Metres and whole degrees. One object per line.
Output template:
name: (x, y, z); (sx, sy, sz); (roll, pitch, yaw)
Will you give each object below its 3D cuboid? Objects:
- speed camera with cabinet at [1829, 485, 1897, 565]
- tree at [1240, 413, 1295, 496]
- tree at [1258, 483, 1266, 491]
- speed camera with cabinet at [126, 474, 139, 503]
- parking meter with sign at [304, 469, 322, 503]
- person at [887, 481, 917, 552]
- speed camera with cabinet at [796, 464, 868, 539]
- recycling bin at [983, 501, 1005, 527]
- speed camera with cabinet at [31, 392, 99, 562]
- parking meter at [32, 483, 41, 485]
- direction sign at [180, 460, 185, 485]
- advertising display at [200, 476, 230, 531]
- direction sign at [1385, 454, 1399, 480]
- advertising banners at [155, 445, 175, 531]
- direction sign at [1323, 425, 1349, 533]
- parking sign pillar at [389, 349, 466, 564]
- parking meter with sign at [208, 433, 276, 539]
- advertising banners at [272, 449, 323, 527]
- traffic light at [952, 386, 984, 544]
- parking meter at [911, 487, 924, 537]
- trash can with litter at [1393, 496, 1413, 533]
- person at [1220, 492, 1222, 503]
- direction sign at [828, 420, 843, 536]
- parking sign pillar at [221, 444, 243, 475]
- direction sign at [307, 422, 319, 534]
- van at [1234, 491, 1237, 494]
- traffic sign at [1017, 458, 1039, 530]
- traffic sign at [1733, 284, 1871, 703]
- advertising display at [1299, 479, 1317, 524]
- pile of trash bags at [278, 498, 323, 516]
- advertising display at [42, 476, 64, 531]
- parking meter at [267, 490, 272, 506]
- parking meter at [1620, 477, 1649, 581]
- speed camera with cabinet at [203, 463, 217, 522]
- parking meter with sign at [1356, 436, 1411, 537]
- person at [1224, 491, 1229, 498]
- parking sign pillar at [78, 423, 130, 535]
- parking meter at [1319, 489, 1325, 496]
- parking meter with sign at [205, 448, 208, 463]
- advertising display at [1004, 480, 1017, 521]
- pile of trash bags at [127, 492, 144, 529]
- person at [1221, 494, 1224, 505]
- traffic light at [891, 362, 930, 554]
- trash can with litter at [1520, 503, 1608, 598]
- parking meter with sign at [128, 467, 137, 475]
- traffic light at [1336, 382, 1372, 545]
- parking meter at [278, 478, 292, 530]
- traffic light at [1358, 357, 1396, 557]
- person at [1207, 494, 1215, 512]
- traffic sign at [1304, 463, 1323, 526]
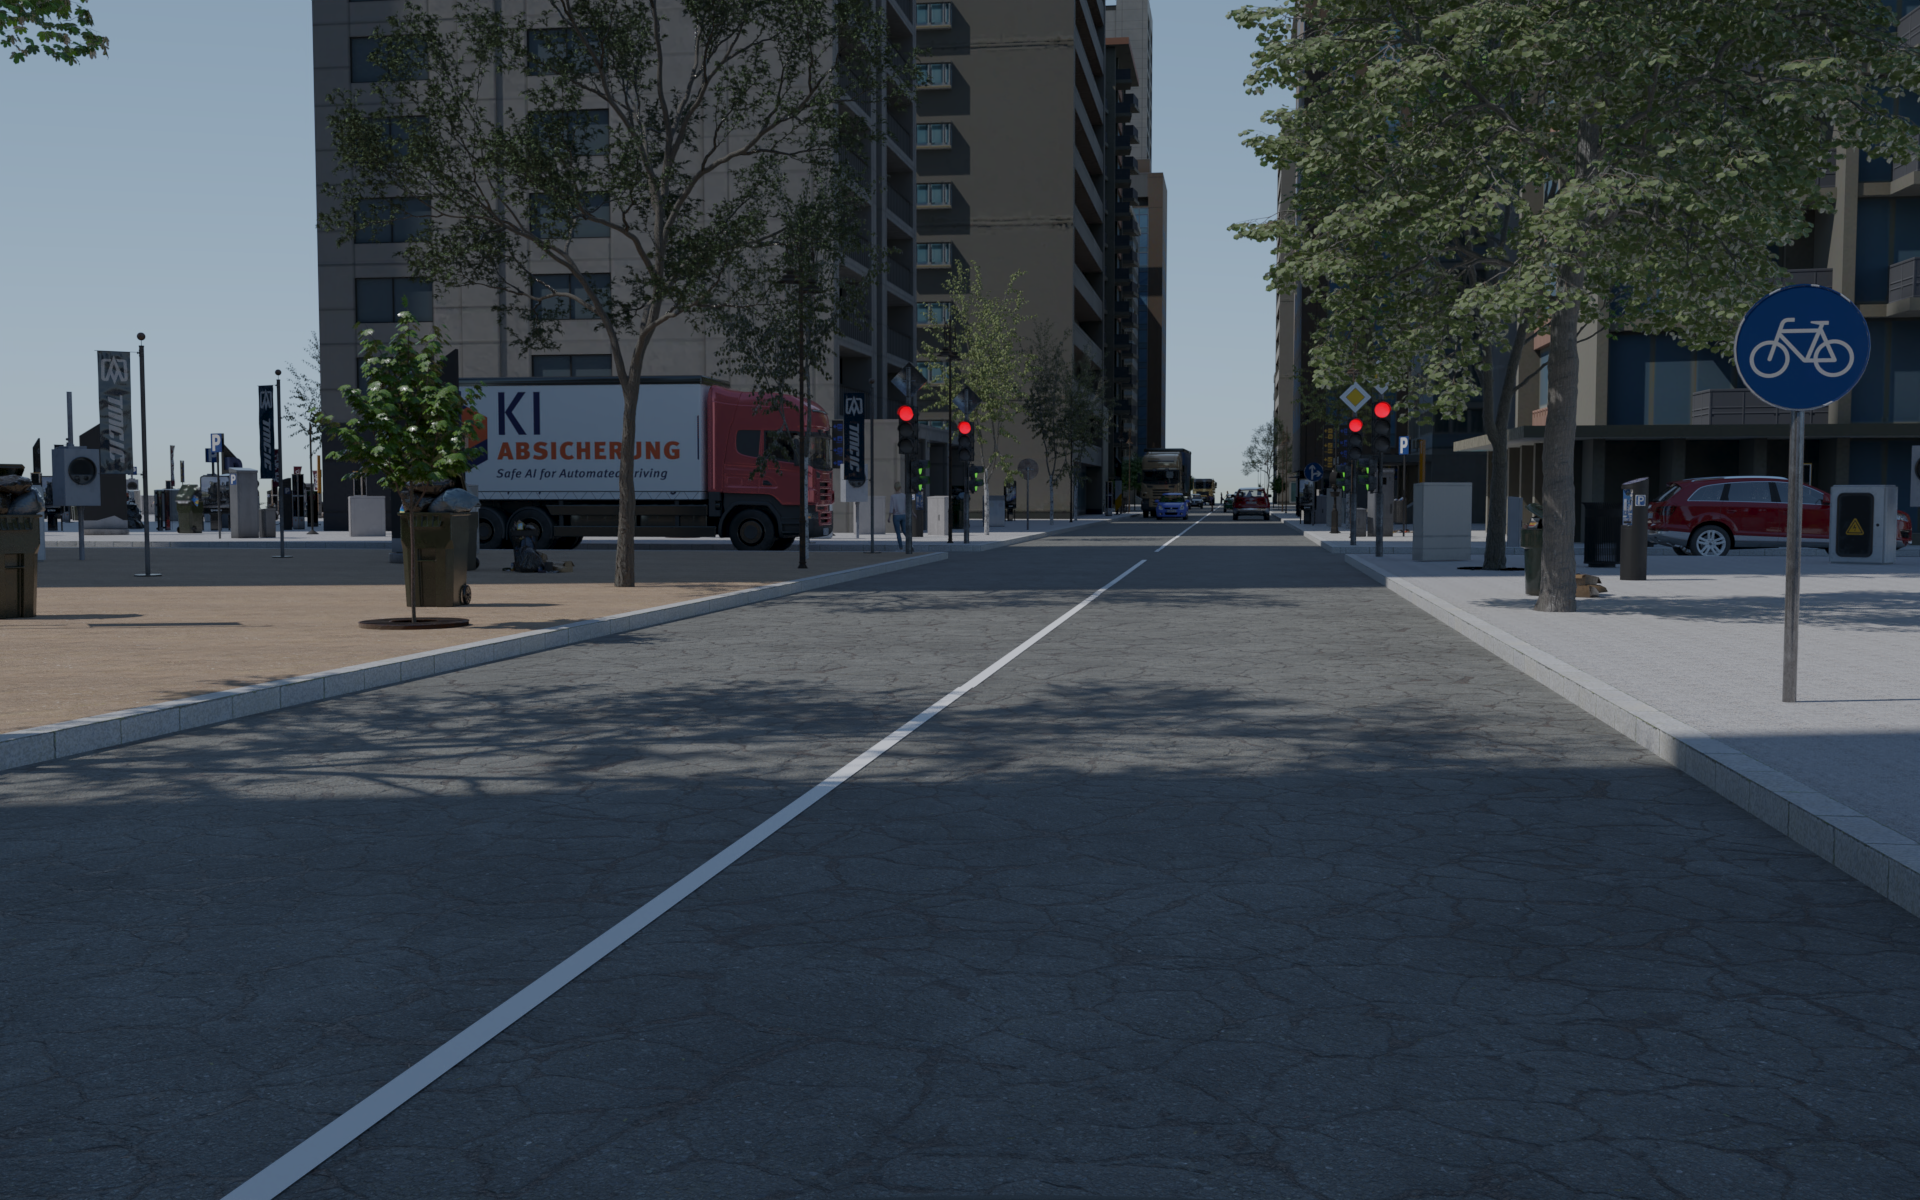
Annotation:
speed camera with cabinet: (16.949, -2.266, 31.388); (0.660, 3.252, 2.038); (-3, 5, -42)
tree: (35.814, -16.239, 199.918); (7.601, 10.594, 8.767); (1, 4, 23)
tree: (47.079, -16.967, 272.007); (1.663, 3.219, 1.824); (0, 3, 0)
speed camera with cabinet: (-49.046, -6.525, 101.017); (2.038, 3.252, 0.660); (-2, 4, -28)
parking meter with sign: (-46.003, -7.713, 122.363); (1.738, 3.016, 0.543); (-1, 4, -23)
person: (-1.335, -2.021, 42.208); (0.731, 1.740, 0.598); (-3, 5, -44)
speed camera with cabinet: (-3.696, -3.388, 49.730); (2.038, 3.252, 0.660); (-1, 4, -20)
recycling bin: (1.323, -3.383, 67.860); (0.722, 1.027, 0.722); (-1, 4, -13)
speed camera with cabinet: (-17.467, -2.356, 32.856); (0.660, 3.252, 2.038); (3, 4, 38)
parking meter: (-20.732, -1.853, 38.701); (0.372, 1.533, 0.369); (0, 3, 0)
direction sign: (-52.344, -7.623, 116.633); (0.379, 3.537, 0.876); (-1, 4, -9)
advertising display: (-26.173, -3.405, 60.882); (0.974, 1.923, 0.123); (-2, 4, -28)
direction sign: (24.274, -6.433, 97.169); (0.876, 3.537, 0.379); (2, 4, 34)
advertising banners: (-28.045, -3.976, 61.198); (0.090, 3.025, 2.074); (0, 4, -6)
direction sign: (12.328, -3.965, 56.821); (0.876, 3.537, 0.379); (0, 4, -5)
parking sign pillar: (-9.967, -2.689, 32.431); (1.447, 3.967, 1.447); (0, 4, 4)
parking meter with sign: (-20.789, -3.307, 50.335); (0.543, 3.016, 1.738); (2, 4, 34)
advertising banners: (-25.880, -4.353, 67.359); (0.090, 3.025, 2.074); (3, 5, 41)
traffic light: (0.186, -3.416, 44.772); (0.839, 4.253, 0.868); (1, 4, 9)
parking meter: (-1.278, -2.642, 51.603); (0.372, 1.533, 0.369); (0, 3, 0)
trash can with litter: (14.868, -2.816, 57.094); (2.233, 1.210, 1.678); (1, 4, 10)
person: (39.970, -15.618, 264.654); (0.445, 1.727, 0.742); (0, 4, 8)
direction sign: (-4.012, -3.737, 53.098); (0.876, 3.537, 0.379); (0, 4, -4)
parking sign pillar: (-38.436, -6.305, 91.564); (1.447, 3.967, 1.447); (1, 4, 13)
direction sign: (-20.607, -3.855, 55.023); (0.379, 3.537, 0.876); (-1, 4, -18)
van: (41.414, -15.309, 257.314); (2.013, 2.044, 4.112); (1, 4, 9)
traffic sign: (2.420, -3.774, 61.805); (0.768, 2.556, 0.104); (1, 4, 11)
traffic sign: (5.116, -0.642, 10.606); (0.768, 2.556, 0.104); (1, 4, 13)
advertising display: (14.749, -4.175, 73.476); (0.123, 1.923, 0.974); (-2, 4, -32)
pile of trash bags: (-44.575, -6.524, 116.419); (1.912, 1.369, 3.447); (1, 4, 21)
advertising display: (-31.779, -3.388, 60.612); (0.974, 1.923, 0.123); (1, 4, 21)
parking meter: (-39.910, -5.615, 100.214); (0.372, 1.533, 0.369); (0, 3, 0)
parking meter: (10.034, -1.062, 25.774); (0.372, 1.533, 0.369); (0, 3, 0)
speed camera with cabinet: (-34.167, -5.172, 78.893); (0.660, 3.252, 2.038); (-1, 4, -22)
parking meter with sign: (12.623, -3.412, 52.043); (1.738, 3.016, 0.543); (-1, 4, -17)
person: (31.350, -11.913, 203.282); (0.705, 1.822, 1.348); (-1, 4, -18)
parking sign pillar: (-26.929, -4.031, 54.378); (1.447, 3.967, 1.447); (-3, 4, -37)
parking meter: (17.489, -4.598, 83.588); (0.372, 1.533, 0.369); (0, 3, 0)
parking meter with sign: (-27.682, -4.228, 65.391); (1.738, 3.016, 0.543); (2, 4, 31)
advertising display: (2.363, -4.679, 81.715); (0.123, 1.923, 0.974); (2, 4, 33)
pile of trash bags: (-31.409, -3.358, 64.660); (1.912, 1.369, 3.447); (-1, 4, -19)
person: (35.451, -13.592, 233.958); (0.599, 1.433, 0.991); (0, 4, -5)
traffic light: (-1.074, -2.934, 36.886); (0.839, 4.253, 0.868); (1, 4, 9)
trash can with litter: (7.603, -0.635, 21.776); (1.055, 1.170, 0.624); (3, 5, 39)
parking meter with sign: (-52.688, -6.968, 110.192); (0.543, 3.016, 1.738); (-2, 4, -29)
traffic light: (9.828, -3.323, 43.252); (0.839, 4.253, 0.868); (1, 4, 9)
parking meter: (-24.028, -3.423, 61.674); (0.255, 1.863, 0.399); (3, 4, 38)
traffic light: (8.568, -2.841, 35.367); (0.839, 4.253, 0.868); (1, 4, 9)
person: (20.182, -7.808, 139.401); (0.697, 1.427, 0.421); (-1, 4, -16)
traffic sign: (14.323, -4.286, 70.175); (0.768, 2.556, 0.104); (1, 4, 9)
